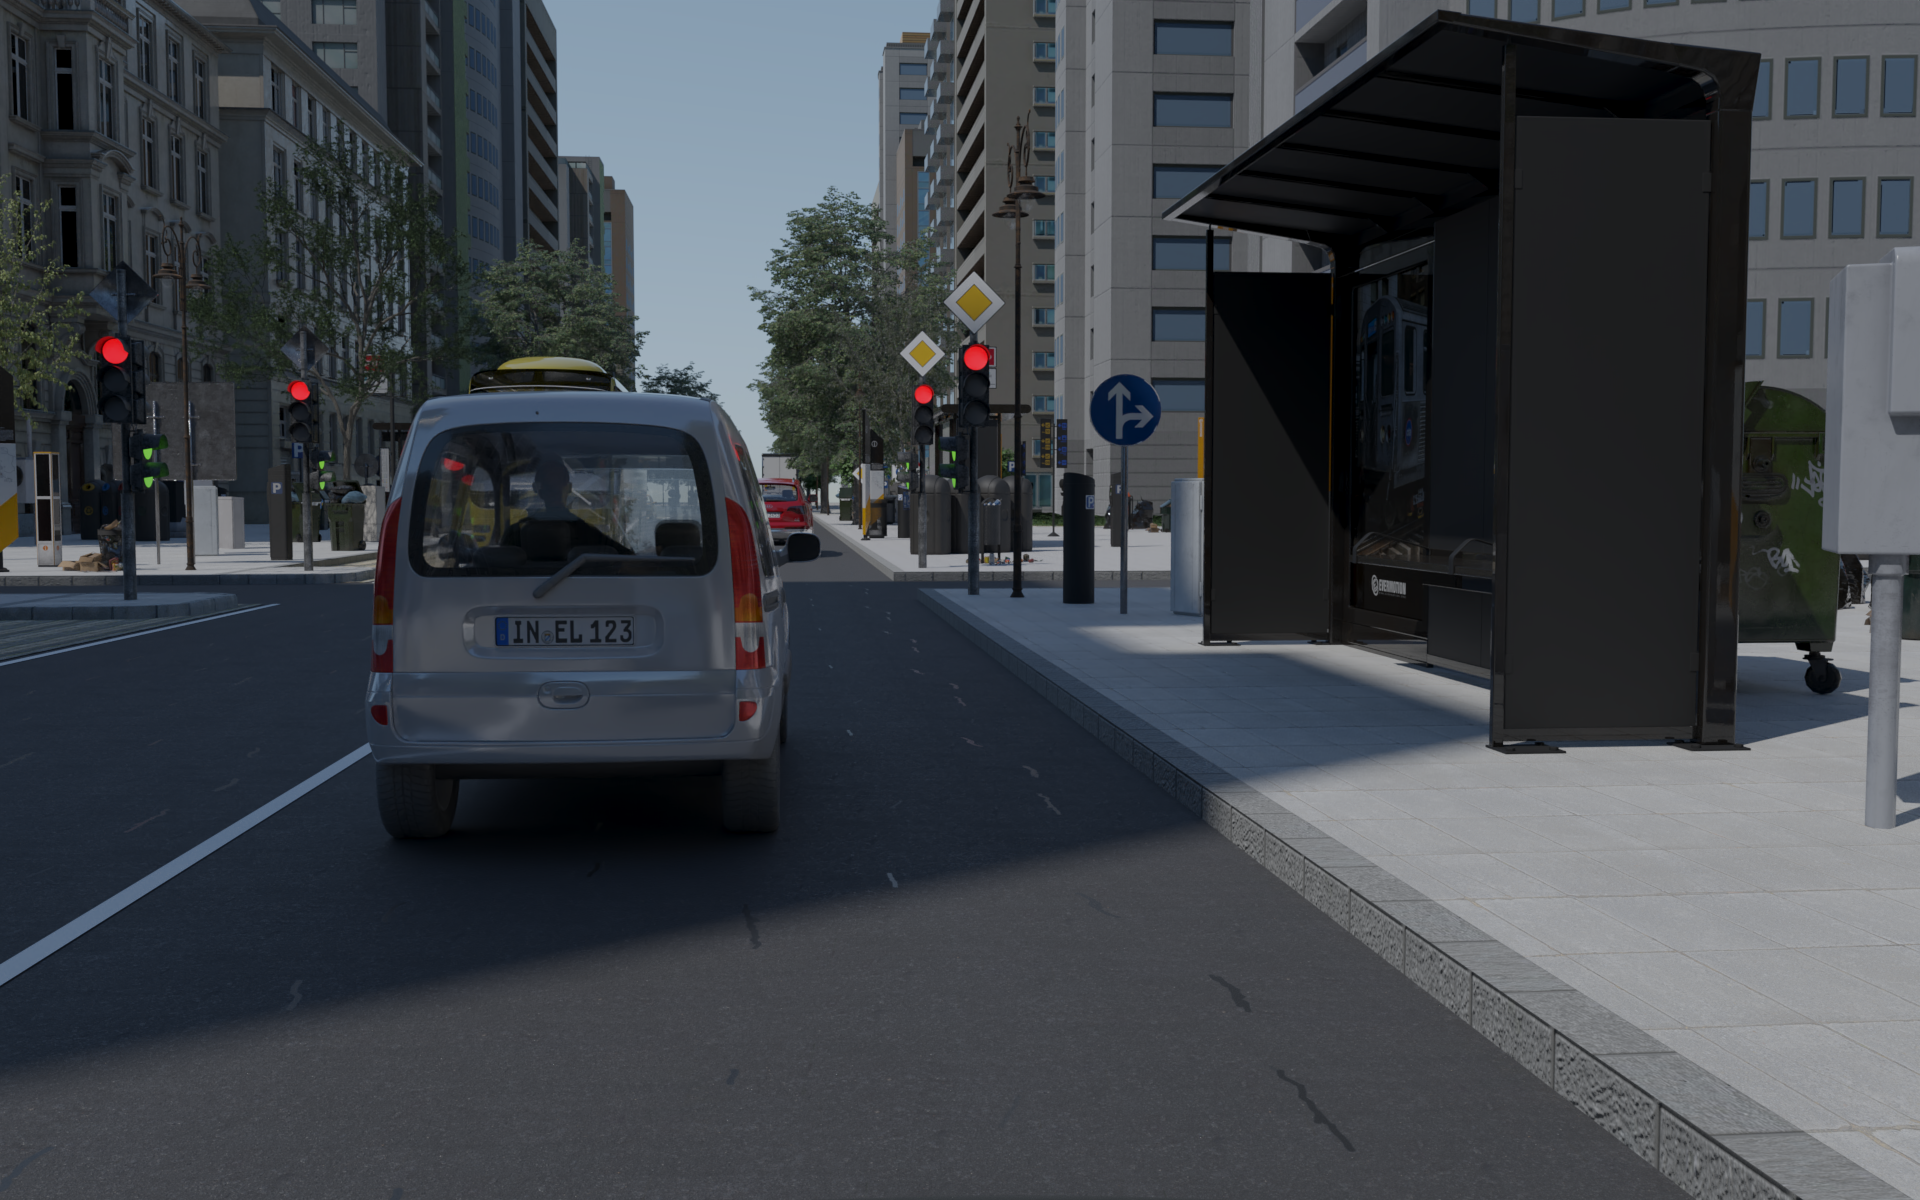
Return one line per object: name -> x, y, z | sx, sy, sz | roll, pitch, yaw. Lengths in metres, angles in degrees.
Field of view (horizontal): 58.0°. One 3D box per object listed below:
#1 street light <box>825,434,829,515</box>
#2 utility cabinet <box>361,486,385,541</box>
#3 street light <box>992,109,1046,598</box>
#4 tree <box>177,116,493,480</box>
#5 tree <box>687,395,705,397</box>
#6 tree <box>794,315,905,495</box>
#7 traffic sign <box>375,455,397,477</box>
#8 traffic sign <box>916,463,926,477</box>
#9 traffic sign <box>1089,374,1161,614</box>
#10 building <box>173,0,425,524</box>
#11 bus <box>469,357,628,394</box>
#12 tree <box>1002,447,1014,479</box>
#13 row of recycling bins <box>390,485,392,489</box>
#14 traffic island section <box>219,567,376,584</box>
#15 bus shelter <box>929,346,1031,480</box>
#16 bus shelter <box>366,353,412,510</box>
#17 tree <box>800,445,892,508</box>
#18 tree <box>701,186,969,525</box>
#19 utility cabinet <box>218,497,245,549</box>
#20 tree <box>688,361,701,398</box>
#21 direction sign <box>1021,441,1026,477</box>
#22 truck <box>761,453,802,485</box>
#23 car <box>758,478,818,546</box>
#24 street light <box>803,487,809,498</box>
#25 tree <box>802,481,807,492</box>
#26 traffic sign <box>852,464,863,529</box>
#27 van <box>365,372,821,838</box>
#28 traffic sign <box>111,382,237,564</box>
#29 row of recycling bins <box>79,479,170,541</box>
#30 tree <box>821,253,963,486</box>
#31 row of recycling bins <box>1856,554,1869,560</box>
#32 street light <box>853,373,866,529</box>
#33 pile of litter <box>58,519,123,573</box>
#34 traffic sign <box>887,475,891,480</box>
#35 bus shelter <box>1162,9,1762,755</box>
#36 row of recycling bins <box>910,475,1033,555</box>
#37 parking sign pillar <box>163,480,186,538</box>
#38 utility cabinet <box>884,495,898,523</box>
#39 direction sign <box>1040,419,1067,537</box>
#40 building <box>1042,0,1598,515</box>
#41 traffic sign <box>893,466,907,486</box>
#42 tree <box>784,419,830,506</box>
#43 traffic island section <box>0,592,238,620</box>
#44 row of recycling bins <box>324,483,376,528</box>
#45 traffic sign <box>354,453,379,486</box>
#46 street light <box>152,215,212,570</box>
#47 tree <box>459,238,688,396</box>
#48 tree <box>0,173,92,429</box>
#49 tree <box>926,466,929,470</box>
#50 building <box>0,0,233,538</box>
street light -> -7.941, -8.036, 104.174 | 0.468, 5.910, 1.993 | 0, 4, -6
utility cabinet -> -15.964, -2.325, 46.698 | 1.173, 1.500, 0.318 | 3, 4, 36
street light -> 0.712, -2.970, 21.348 | 0.468, 5.910, 1.993 | 0, 4, -6
tree -> -15.746, -6.689, 43.781 | 8.767, 10.594, 7.601 | 0, 4, -2
tree -> -30.158, -17.026, 195.380 | 9.611, 12.733, 9.660 | 0, 3, 0
tree -> -5.920, -10.554, 98.315 | 9.928, 11.665, 9.643 | 0, 3, 0
traffic sign -> -18.121, -3.330, 54.548 | 0.768, 2.556, 0.104 | 0, 4, 0
traffic sign -> -1.606, -3.912, 63.971 | 0.884, 2.594, 0.081 | 0, 4, -5
traffic sign -> 1.755, -1.124, 18.487 | 0.768, 2.556, 0.104 | 0, 4, 1
building -> -37.917, -15.492, 86.577 | 16.112, 22.955, 30.059 | 0, 4, -6
bus -> -7.826, -2.640, 34.718 | 2.896, 3.916, 12.252 | 0, 4, -8
tree -> 2.061, -7.381, 104.387 | 4.285, 4.588, 4.351 | 0, 3, 0
row of recycling bins -> -24.989, -4.134, 74.699 | 1.069, 1.692, 3.534 | 2, 4, 29
traffic island section -> -10.914, -0.409, 28.976 | 2.009, 0.180, 2.903 | 0, 4, -6
bus shelter -> 0.188, -4.092, 44.540 | 2.179, 5.291, 8.768 | 0, 4, -6
bus shelter -> -16.295, -4.562, 52.226 | 2.179, 5.291, 8.768 | 0, 4, -6
tree -> -4.944, -6.319, 87.033 | 4.285, 4.588, 4.351 | 0, 3, 0
tree -> -4.173, -10.086, 71.563 | 9.857, 13.997, 8.962 | 0, 3, 0
utility cabinet -> -17.201, -1.815, 40.836 | 0.306, 1.237, 1.020 | -3, 5, -44
tree -> -27.211, -15.820, 165.319 | 9.857, 13.997, 8.962 | 0, 3, 0
direction sign -> 2.651, -5.033, 74.293 | 0.379, 3.537, 0.876 | -1, 4, -19
truck -> -12.836, -8.288, 124.414 | 2.839, 4.237, 11.283 | 0, 4, -5
car -> -4.504, -1.983, 41.093 | 2.281, 1.827, 5.304 | 0, 4, -5
street light -> -15.795, -12.702, 180.465 | 0.468, 5.910, 1.993 | 0, 4, -6
tree -> -20.820, -17.341, 233.893 | 4.360, 8.622, 3.978 | 0, 3, 0
traffic sign -> -3.581, -3.836, 63.909 | 0.795, 2.450, 0.064 | 0, 4, 3
van -> -1.698, -0.099, 8.638 | 2.013, 2.044, 4.112 | 0, 4, -5
traffic sign -> -14.281, -2.299, 31.464 | 2.265, 3.308, 0.079 | 0, 4, 1
row of recycling bins -> -23.194, -2.507, 48.109 | 3.534, 1.692, 1.069 | 2, 4, 33
tree -> -1.916, -6.224, 52.129 | 4.360, 8.622, 3.978 | 0, 3, 0
row of recycling bins -> 18.799, -1.645, 34.009 | 3.534, 1.692, 1.069 | 0, 4, -8
street light -> -3.621, -5.496, 62.645 | 0.468, 5.910, 1.993 | 0, 4, -6
pile of litter -> -14.470, -0.920, 28.999 | 1.176, 0.858, 1.719 | -1, 4, -14
traffic sign -> -4.584, -6.424, 105.144 | 0.768, 2.556, 0.104 | 0, 3, 0
bus shelter -> 2.859, -1.244, 11.621 | 1.731, 3.624, 6.357 | 0, 4, -6
row of recycling bins -> 0.328, -1.872, 37.728 | 1.069, 1.692, 3.534 | 3, 5, 43
parking sign pillar -> -22.982, -3.837, 51.201 | 1.447, 3.967, 1.447 | 1, 4, 10
utility cabinet -> -2.908, -4.011, 76.734 | 1.020, 1.237, 0.306 | 3, 5, 39
direction sign -> 2.825, -3.683, 52.209 | 0.876, 3.537, 0.379 | -1, 4, -20
building -> 15.389, -33.341, 87.117 | 21.231, 58.520, 28.212 | 0, 4, -6
traffic sign -> -2.087, -3.598, 60.957 | 0.606, 2.300, 0.079 | 0, 4, -2
tree -> -16.504, -16.361, 201.909 | 7.601, 10.594, 8.767 | -1, 4, -16
traffic island section -> -10.091, 0.076, 21.033 | 2.009, 0.180, 2.903 | 0, 4, -6
row of recycling bins -> -23.923, -3.606, 66.073 | 3.534, 1.692, 1.069 | 0, 4, -7
traffic sign -> -18.555, -3.306, 54.152 | 0.768, 2.556, 0.104 | 0, 4, 0
street light -> -12.973, -3.440, 29.029 | 0.468, 5.910, 1.993 | 0, 4, -6
tree -> -19.794, -10.909, 85.015 | 9.857, 13.997, 8.962 | 0, 3, 0
tree -> -22.629, -5.507, 40.404 | 4.737, 8.622, 4.395 | 0, 3, 0
tree -> -0.191, -3.739, 55.733 | 1.663, 3.219, 1.824 | 0, 3, 0
building -> -33.736, -14.369, 54.020 | 14.460, 24.649, 34.723 | 0, 4, -6
